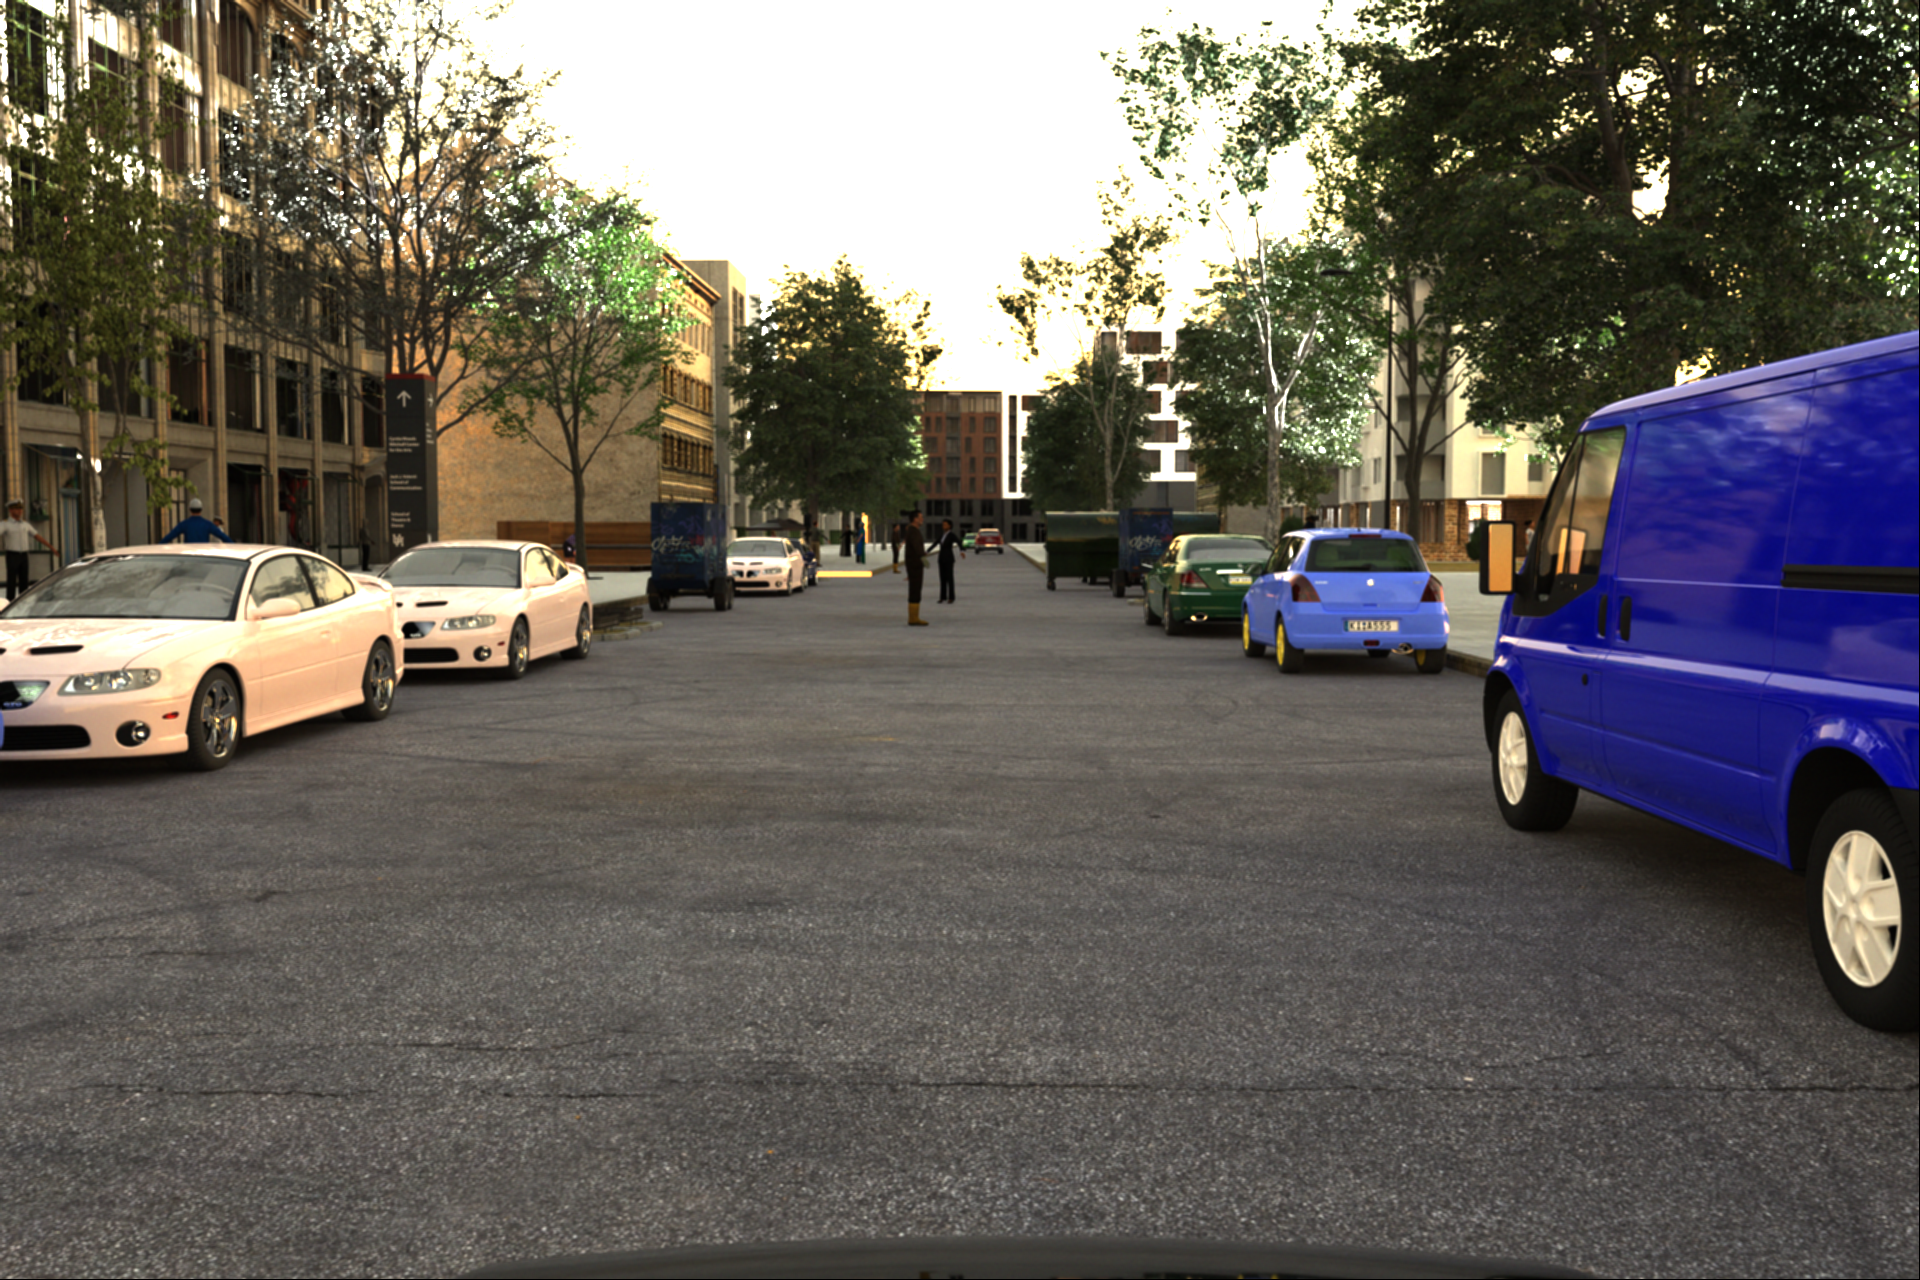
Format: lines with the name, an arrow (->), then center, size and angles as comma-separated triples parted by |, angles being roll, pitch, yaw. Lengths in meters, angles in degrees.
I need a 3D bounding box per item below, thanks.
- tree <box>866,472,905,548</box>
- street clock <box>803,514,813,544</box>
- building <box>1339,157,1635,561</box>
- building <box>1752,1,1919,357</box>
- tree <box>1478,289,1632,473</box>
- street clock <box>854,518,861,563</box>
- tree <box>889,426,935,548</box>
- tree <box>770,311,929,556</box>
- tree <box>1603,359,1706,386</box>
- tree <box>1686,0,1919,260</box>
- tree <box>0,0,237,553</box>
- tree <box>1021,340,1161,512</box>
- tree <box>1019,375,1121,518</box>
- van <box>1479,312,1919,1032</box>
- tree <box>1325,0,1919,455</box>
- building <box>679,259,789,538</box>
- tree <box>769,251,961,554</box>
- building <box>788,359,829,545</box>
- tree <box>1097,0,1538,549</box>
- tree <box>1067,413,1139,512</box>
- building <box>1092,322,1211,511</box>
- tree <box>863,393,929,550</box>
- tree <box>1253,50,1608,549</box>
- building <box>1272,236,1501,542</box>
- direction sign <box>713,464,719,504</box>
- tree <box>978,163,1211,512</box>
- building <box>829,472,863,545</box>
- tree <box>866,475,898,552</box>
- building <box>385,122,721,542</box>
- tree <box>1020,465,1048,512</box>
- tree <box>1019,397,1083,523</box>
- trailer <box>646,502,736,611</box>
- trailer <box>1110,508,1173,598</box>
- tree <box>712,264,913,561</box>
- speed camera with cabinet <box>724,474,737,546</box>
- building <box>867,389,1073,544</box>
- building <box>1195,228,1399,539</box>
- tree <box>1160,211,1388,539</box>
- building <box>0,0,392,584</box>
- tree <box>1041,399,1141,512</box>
tree -> -6.286, -11.923, 145.309 | 4.737, 8.622, 4.395 | 0, 3, 0
street clock -> -5.383, -3.466, 61.246 | 0.358, 2.002, 0.471 | 0, 4, 3
building -> 25.925, -14.500, 93.501 | 16.016, 20.090, 11.380 | 0, 4, 1
building -> 28.682, -13.121, 42.253 | 11.050, 23.595, 19.941 | 0, 4, 1
tree -> 25.092, -8.895, 71.191 | 9.928, 11.665, 9.643 | 0, 3, 0
street clock -> -4.549, -4.453, 77.375 | 0.358, 2.002, 0.471 | 0, 4, 2
tree -> -6.015, -14.368, 160.676 | 9.928, 11.665, 9.643 | 0, 3, 0
tree -> -6.657, -11.775, 99.170 | 9.857, 13.997, 8.962 | 0, 3, 0
tree -> 25.400, -6.834, 62.100 | 4.360, 8.622, 3.978 | 0, 3, 0
tree -> 9.540, -4.879, 14.188 | 7.601, 10.594, 8.767 | -2, 4, -23
tree -> -11.288, -4.399, 22.282 | 4.737, 8.622, 4.395 | 0, 3, 0
tree -> 8.728, -12.781, 115.630 | 9.857, 13.997, 8.962 | 0, 3, 0
tree -> 9.431, -14.220, 139.155 | 9.857, 13.997, 8.962 | 0, 3, 0
van -> 3.565, -0.137, 6.619 | 2.240, 2.365, 5.245 | 0, 3, 0
tree -> 10.036, -7.206, 24.480 | 9.857, 13.997, 8.962 | 0, 3, 0
building -> -22.896, -15.977, 127.674 | 16.747, 18.905, 31.486 | 0, 4, 1
tree -> -6.315, -15.817, 114.505 | 12.611, 20.169, 13.585 | 0, 3, 0
building -> -24.053, -19.813, 190.402 | 16.747, 18.905, 31.486 | 0, 4, 0
tree -> 11.052, -12.149, 54.523 | 12.611, 20.169, 13.585 | 0, 3, 0
tree -> 8.112, -9.456, 104.960 | 4.360, 8.622, 3.978 | 0, 3, 0
building -> 27.765, -20.749, 183.214 | 27.936, 21.610, 32.646 | 0, 4, 1
tree -> -6.085, -13.399, 137.198 | 7.486, 12.596, 7.792 | 0, 3, 0
tree -> 9.995, -6.848, 37.725 | 9.928, 11.665, 9.643 | 0, 3, 0
building -> 25.277, -15.571, 111.011 | 16.016, 20.090, 11.380 | 0, 4, 2
direction sign -> -7.906, -3.929, 56.239 | 0.379, 3.537, 0.876 | 0, 4, 2
tree -> 7.331, -14.404, 91.402 | 12.611, 20.169, 13.585 | 0, 3, 0
building -> -22.348, -21.883, 224.244 | 16.747, 18.905, 31.486 | 0, 4, 2
tree -> -6.172, -10.797, 126.895 | 4.360, 8.622, 3.978 | 0, 3, 0
building -> -25.130, -16.554, 101.591 | 19.493, 23.208, 18.063 | 0, 4, 1
tree -> 9.138, -14.085, 164.708 | 7.601, 10.594, 8.767 | 0, 4, -6
tree -> 9.479, -15.026, 152.323 | 9.857, 13.997, 8.962 | 0, 3, 0
trailer -> -5.062, -1.518, 31.863 | 1.471, 1.999, 3.904 | 0, 4, 1
trailer -> 4.215, -2.018, 40.041 | 1.471, 1.999, 3.904 | 0, 4, 0
tree -> -6.956, -10.790, 83.076 | 9.857, 13.997, 8.962 | 0, 3, 0
speed camera with cabinet -> -7.923, -3.897, 58.052 | 0.660, 3.252, 2.038 | 0, 4, 1
building -> 2.863, -25.004, 255.239 | 32.646, 21.610, 27.936 | 0, 4, -5
building -> 27.780, -18.152, 127.713 | 19.493, 23.208, 18.063 | 0, 4, 1
tree -> 12.650, -10.005, 70.230 | 9.857, 13.997, 8.962 | 0, 3, 0
building -> -28.909, -14.299, 50.443 | 14.369, 24.946, 33.146 | 0, 4, 2
tree -> 9.426, -12.351, 127.697 | 9.928, 11.665, 9.643 | 0, 3, 0
